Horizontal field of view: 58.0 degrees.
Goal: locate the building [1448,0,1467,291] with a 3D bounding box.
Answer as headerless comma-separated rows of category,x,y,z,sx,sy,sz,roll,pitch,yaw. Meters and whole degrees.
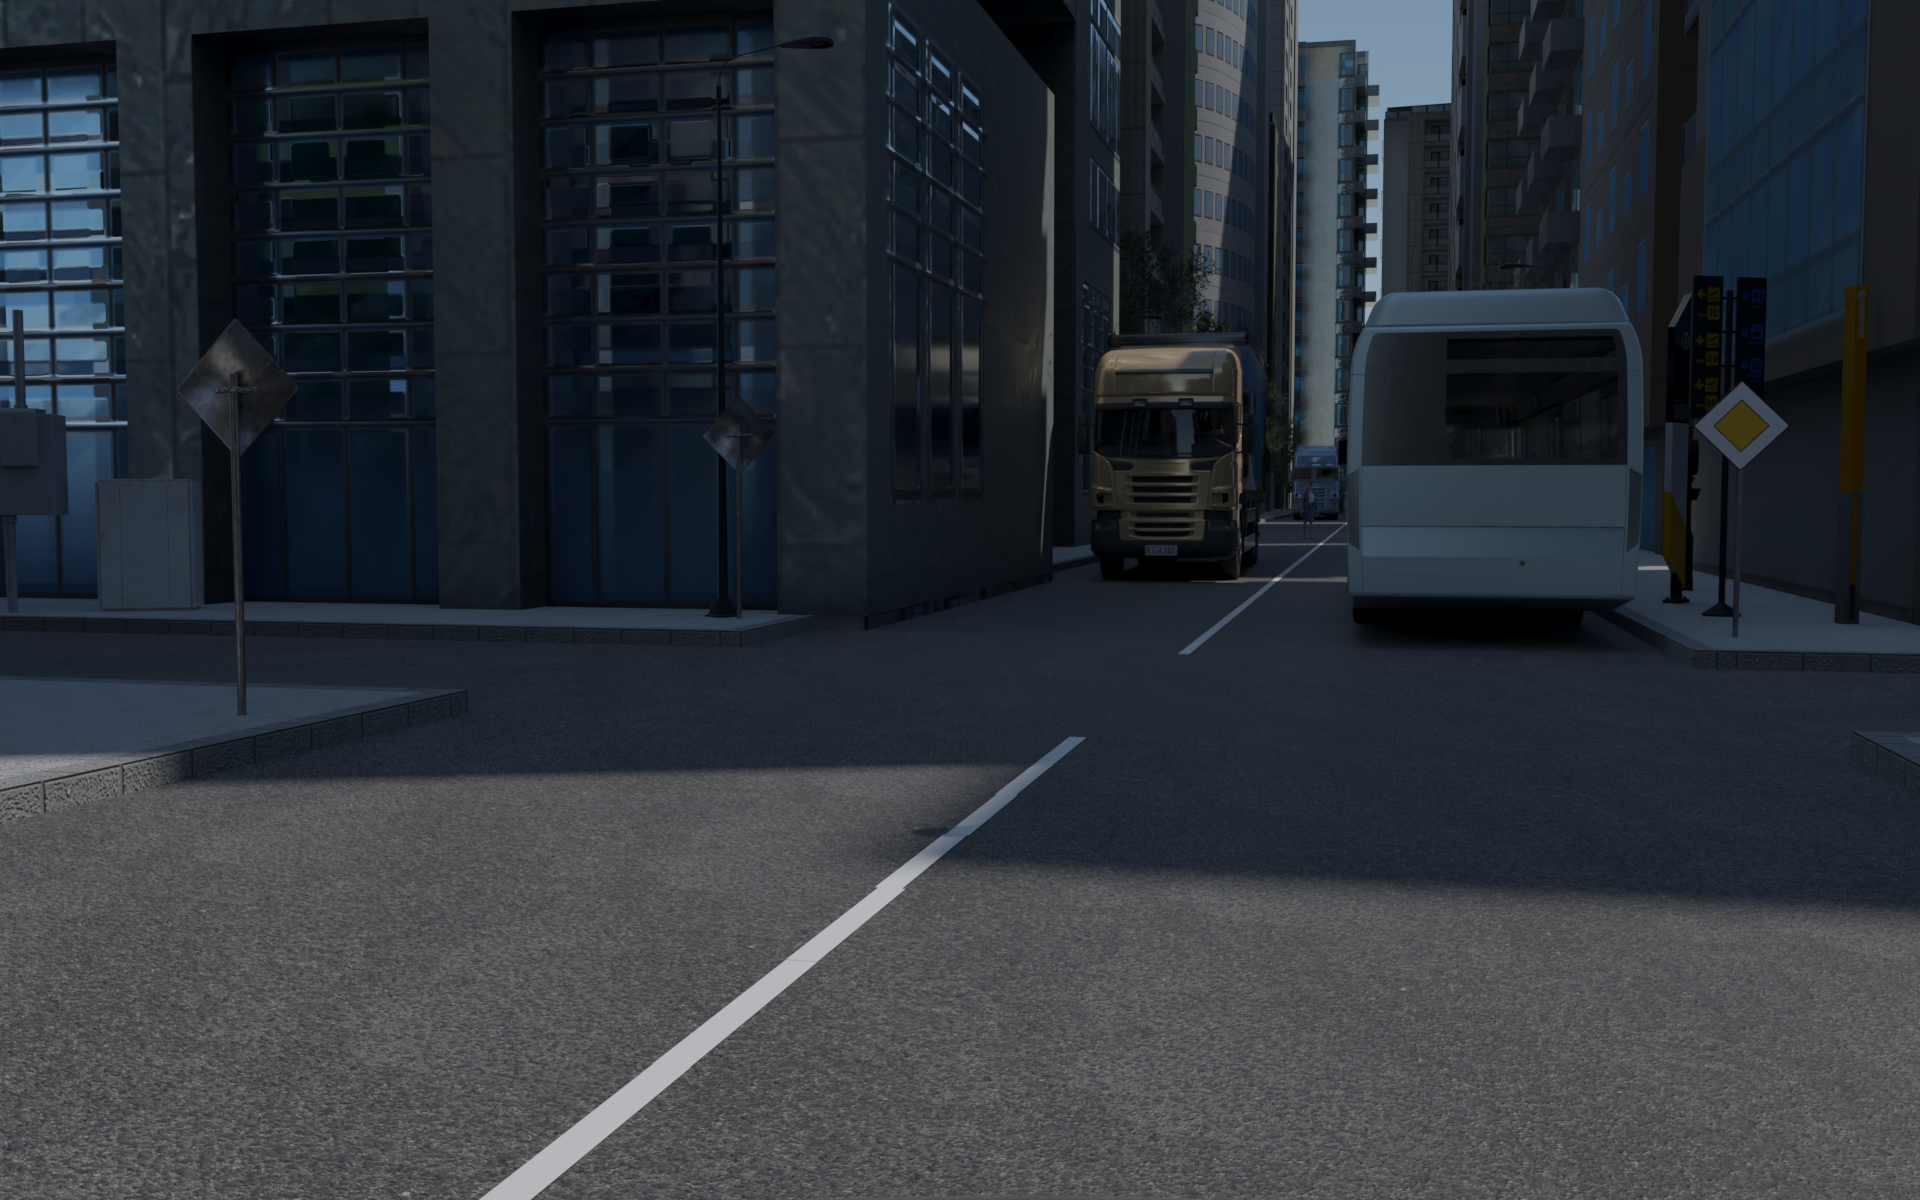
building,54.796,-33.878,143.139,28.713,52.752,27.495,1,4,14

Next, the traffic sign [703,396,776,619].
traffic sign,-2.266,-0.862,17.743,0.795,2.450,0.064,1,4,14

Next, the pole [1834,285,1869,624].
pole,8.777,-1.419,17.043,0.158,3.312,0.155,0,3,0

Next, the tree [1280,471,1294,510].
tree,26.596,-8.936,140.704,1.663,3.219,1.824,0,3,0

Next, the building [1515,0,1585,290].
building,34.322,-27.438,68.214,23.786,49.044,30.456,1,4,14

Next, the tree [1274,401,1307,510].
tree,25.549,-11.395,136.678,4.737,8.622,4.395,0,3,0

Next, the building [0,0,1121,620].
building,-8.137,-44.071,33.232,22.319,86.520,31.000,1,4,14

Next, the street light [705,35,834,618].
street light,-1.955,-2.769,17.813,1.470,5.913,1.316,1,4,14

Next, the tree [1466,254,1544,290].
tree,17.123,-6.290,53.196,4.360,8.622,3.978,0,3,0

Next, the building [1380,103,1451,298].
building,49.808,-30.099,175.717,14.086,41.232,14.154,1,4,14

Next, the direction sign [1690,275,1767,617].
direction sign,8.015,-1.598,18.127,0.876,3.537,0.379,-1,4,-15

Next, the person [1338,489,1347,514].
person,27.970,-7.253,127.163,0.705,1.814,1.350,-3,5,-43

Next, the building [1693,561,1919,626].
building,17.243,-22.599,19.605,14.200,45.320,14.600,1,4,14

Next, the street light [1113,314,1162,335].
street light,4.542,-4.435,45.049,1.470,5.913,1.316,1,4,14

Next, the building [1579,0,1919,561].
building,22.703,-23.846,39.998,14.600,45.320,14.200,1,4,14

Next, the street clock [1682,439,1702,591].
street clock,9.647,-1.127,22.998,0.358,2.002,0.471,1,4,17

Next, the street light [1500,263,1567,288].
street light,11.540,-3.809,34.818,1.470,5.913,1.316,1,4,14

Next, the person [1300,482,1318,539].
person,11.127,-2.855,55.195,0.581,1.822,0.654,0,4,3

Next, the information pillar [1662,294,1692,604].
information pillar,8.387,-1.768,20.256,0.183,3.616,0.504,3,5,44

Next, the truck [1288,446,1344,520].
truck,21.071,-6.890,102.410,2.967,4.110,18.799,1,4,12

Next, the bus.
bus,6.270,-1.666,22.097,2.948,3.499,13.247,1,4,13

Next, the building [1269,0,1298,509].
building,19.389,-43.868,155.493,20.611,71.187,20.563,1,4,14

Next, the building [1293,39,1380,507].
building,29.084,-34.632,185.834,30.456,49.044,23.786,1,4,14

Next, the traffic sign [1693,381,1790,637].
traffic sign,6.953,-0.724,15.476,0.795,2.450,0.064,1,4,14

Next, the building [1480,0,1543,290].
building,36.505,-19.926,97.497,14.160,30.474,14.107,1,4,14

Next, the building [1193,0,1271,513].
building,7.466,-34.509,106.219,21.231,58.520,28.212,1,4,14

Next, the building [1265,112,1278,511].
building,15.673,-21.735,127.076,14.160,30.474,14.107,1,4,14

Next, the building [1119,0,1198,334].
building,2.247,-23.807,72.845,14.154,41.232,14.086,1,4,14

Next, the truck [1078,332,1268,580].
truck,4.283,-2.667,32.511,2.839,4.237,11.283,1,4,12

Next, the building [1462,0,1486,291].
building,44.993,-35.149,116.691,21.231,58.520,28.212,1,4,14

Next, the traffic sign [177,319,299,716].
traffic sign,-4.162,-0.388,9.985,0.795,2.450,0.064,1,4,14

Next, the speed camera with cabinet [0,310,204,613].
speed camera with cabinet,-9.488,-1.510,19.025,2.038,3.252,0.660,-1,4,-13

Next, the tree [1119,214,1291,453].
tree,6.166,-7.591,58.529,7.601,10.594,8.767,-1,4,-9
